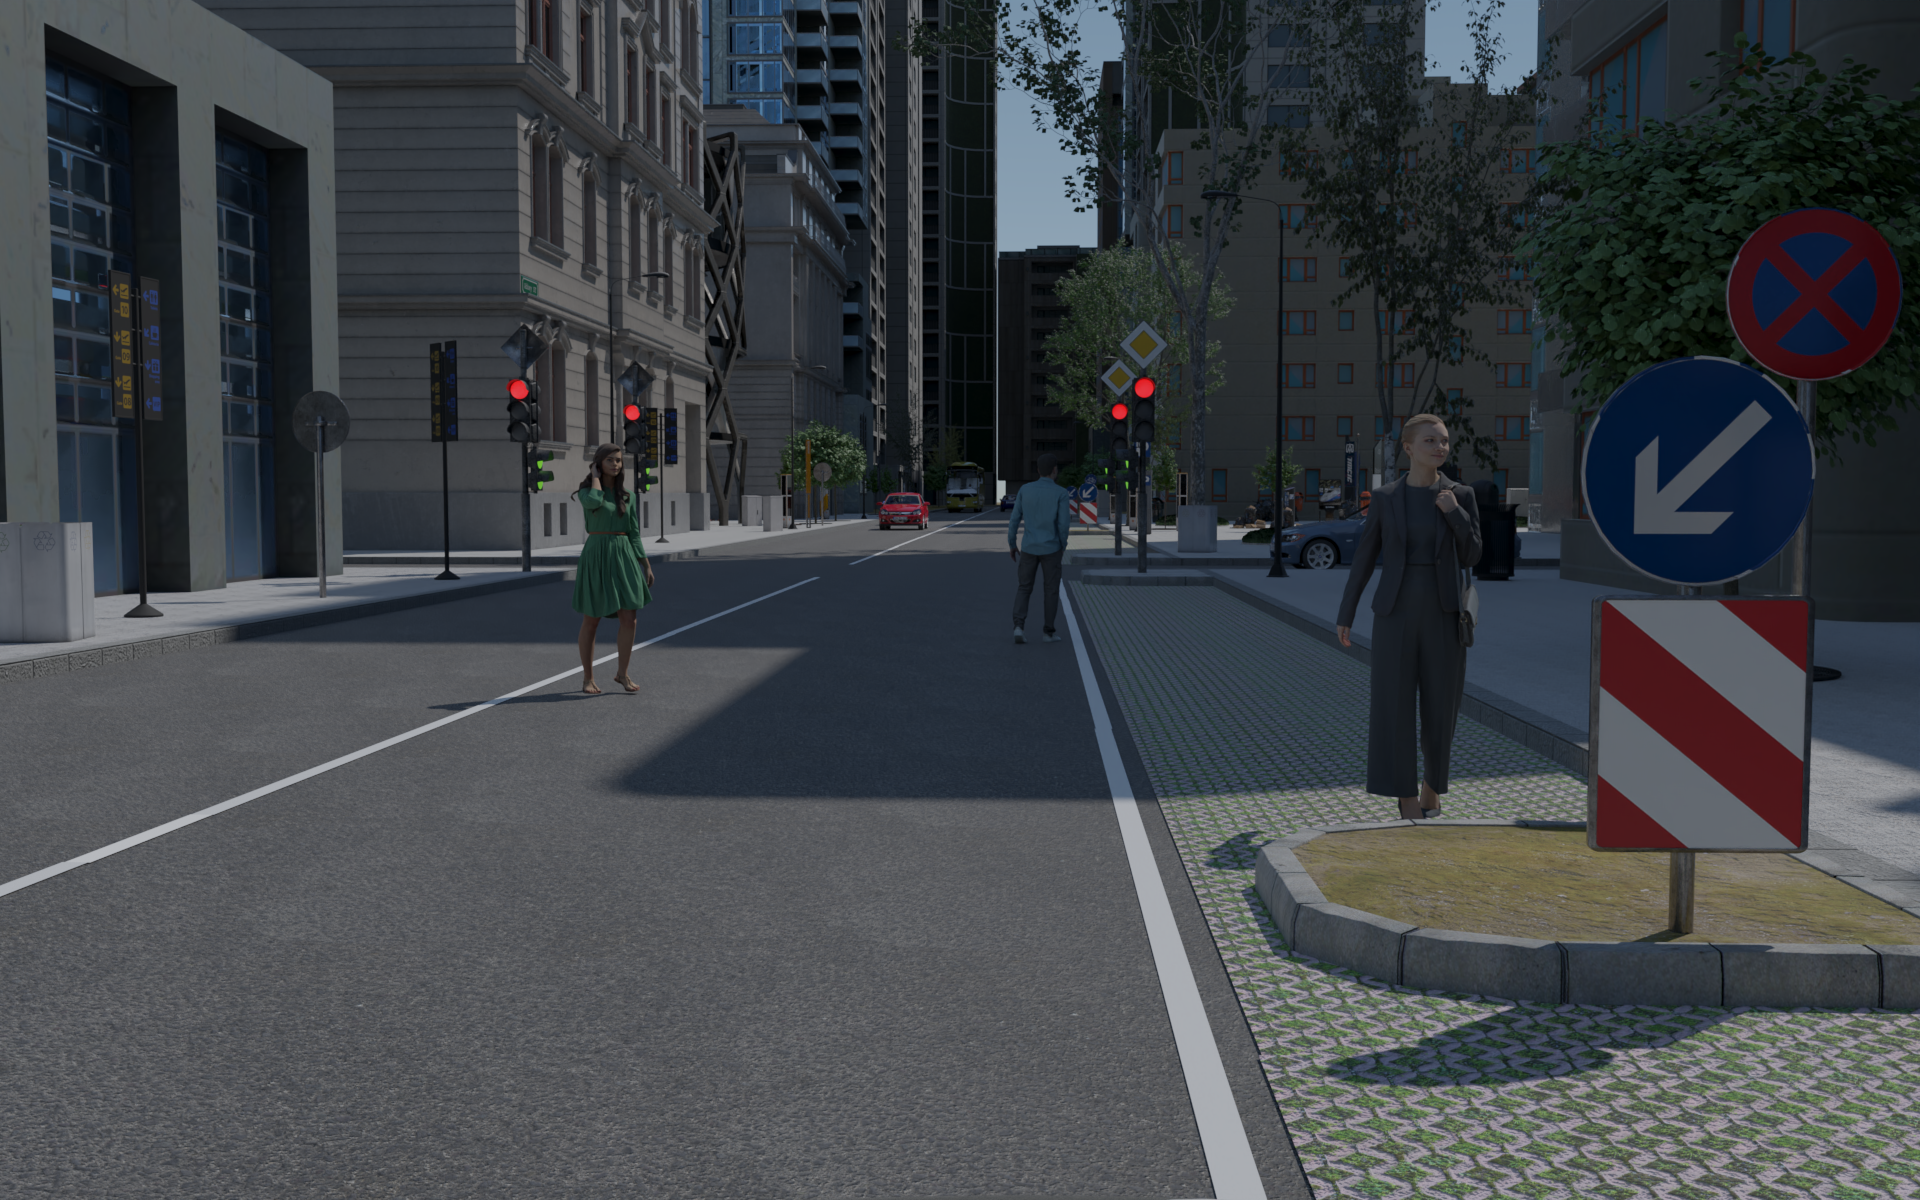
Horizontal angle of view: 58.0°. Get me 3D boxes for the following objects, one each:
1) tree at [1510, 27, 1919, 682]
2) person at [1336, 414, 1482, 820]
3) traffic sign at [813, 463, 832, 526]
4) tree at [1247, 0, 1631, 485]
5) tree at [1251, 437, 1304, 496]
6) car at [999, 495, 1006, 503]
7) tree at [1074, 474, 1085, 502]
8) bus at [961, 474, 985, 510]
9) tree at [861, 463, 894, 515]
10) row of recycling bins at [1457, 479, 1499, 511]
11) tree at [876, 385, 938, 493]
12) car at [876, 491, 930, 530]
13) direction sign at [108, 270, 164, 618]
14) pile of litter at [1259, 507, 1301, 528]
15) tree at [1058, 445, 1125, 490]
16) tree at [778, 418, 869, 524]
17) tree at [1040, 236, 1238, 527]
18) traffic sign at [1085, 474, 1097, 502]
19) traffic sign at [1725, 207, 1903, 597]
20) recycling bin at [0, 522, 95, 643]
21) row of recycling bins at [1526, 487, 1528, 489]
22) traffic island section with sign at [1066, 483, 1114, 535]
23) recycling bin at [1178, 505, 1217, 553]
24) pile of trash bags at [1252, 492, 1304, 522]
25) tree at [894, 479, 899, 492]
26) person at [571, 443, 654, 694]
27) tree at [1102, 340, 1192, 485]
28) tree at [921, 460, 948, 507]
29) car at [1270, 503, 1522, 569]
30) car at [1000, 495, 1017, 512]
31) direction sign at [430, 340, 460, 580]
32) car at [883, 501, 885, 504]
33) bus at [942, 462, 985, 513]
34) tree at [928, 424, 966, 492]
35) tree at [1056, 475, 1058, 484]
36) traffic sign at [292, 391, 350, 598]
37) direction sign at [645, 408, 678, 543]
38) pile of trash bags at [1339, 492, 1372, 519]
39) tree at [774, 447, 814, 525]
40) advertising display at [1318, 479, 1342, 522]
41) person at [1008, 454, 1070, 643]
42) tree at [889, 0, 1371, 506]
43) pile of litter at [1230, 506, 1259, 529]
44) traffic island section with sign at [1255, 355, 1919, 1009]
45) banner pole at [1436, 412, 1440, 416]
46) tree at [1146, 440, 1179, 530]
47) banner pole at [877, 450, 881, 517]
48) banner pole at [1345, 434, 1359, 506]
[{"bbox_3d":[5.621,-1.753,12.380,4.285,4.588,4.351,0,3,0],"label":"tree"},{"bbox_3d":[1.957,0.087,7.492,0.576,1.772,0.534,0,4,-7],"label":"person"},{"bbox_3d":[-5.586,-4.292,70.275,0.768,2.556,0.104,1,4,10],"label":"traffic sign"},{"bbox_3d":[5.501,-4.328,21.130,4.360,8.622,3.978,0,3,0],"label":"tree"},{"bbox_3d":[10.693,-3.941,59.044,1.663,3.219,1.824,0,3,0],"label":"tree"},{"bbox_3d":[4.743,-9.244,163.498,2.083,1.381,4.827,0,4,1],"label":"car"},{"bbox_3d":[10.334,-9.308,146.780,1.663,3.219,1.824,0,3,0],"label":"tree"},{"bbox_3d":[0.666,-10.000,155.042,2.896,3.916,12.252,0,4,4],"label":"bus"},{"bbox_3d":[-5.336,-6.854,106.660,1.663,3.219,1.824,0,3,0],"label":"tree"},{"bbox_3d":[13.543,-2.547,48.763,3.534,1.692,1.069,-1,4,-20],"label":"row of recycling bins"},{"bbox_3d":[-3.567,-10.235,117.705,4.360,8.622,3.978,0,3,0],"label":"tree"},{"bbox_3d":[-2.264,-3.734,70.084,2.155,1.783,4.494,0,4,2],"label":"car"},{"bbox_3d":[-8.530,-1.590,17.994,0.379,3.537,0.876,0,4,6],"label":"direction sign"},{"bbox_3d":[10.797,-2.600,56.474,1.719,0.858,1.176,0,4,-1],"label":"pile of litter"},{"bbox_3d":[9.663,-8.134,116.703,4.285,4.588,4.351,0,3,0],"label":"tree"},{"bbox_3d":[-6.142,-5.559,74.605,4.285,4.588,4.351,0,3,0],"label":"tree"},{"bbox_3d":[6.915,-8.745,68.734,9.928,11.665,9.643,0,3,0],"label":"tree"},{"bbox_3d":[8.345,-6.743,110.359,0.768,2.556,0.104,1,4,9],"label":"traffic sign"},{"bbox_3d":[3.800,-0.471,7.800,0.768,2.556,0.104,0,4,3],"label":"traffic sign"},{"bbox_3d":[-8.103,-0.163,15.223,0.722,1.027,0.722,-1,4,-9],"label":"recycling bin"},{"bbox_3d":[27.838,-4.456,79.966,3.534,1.692,1.069,0,4,4],"label":"row of recycling bins"},{"bbox_3d":[4.369,-3.191,60.793,1.989,1.847,2.006,0,4,2],"label":"traffic island section with sign"},{"bbox_3d":[5.238,-1.568,38.190,0.722,1.027,0.722,2,4,23],"label":"recycling bin"},{"bbox_3d":[15.012,-4.353,80.928,1.912,1.369,3.447,3,5,42],"label":"pile of trash bags"},{"bbox_3d":[-4.707,-7.257,113.253,1.663,3.219,1.824,0,3,0],"label":"tree"},{"bbox_3d":[-2.525,-0.226,12.449,0.529,1.795,0.600,3,5,42],"label":"person"},{"bbox_3d":[8.626,-7.882,79.231,4.737,8.622,4.395,0,3,0],"label":"tree"},{"bbox_3d":[-2.075,-11.244,167.547,4.285,4.588,4.351,0,3,0],"label":"tree"},{"bbox_3d":[7.993,-1.221,31.968,4.499,1.417,2.014,0,4,1],"label":"car"},{"bbox_3d":[4.179,-7.786,139.888,1.945,1.354,3.894,0,4,4],"label":"car"},{"bbox_3d":[-7.695,-2.073,25.886,0.379,3.537,0.876,-3,5,-40],"label":"direction sign"},{"bbox_3d":[-2.582,-4.329,80.367,1.945,1.707,3.694,0,4,2],"label":"car"},{"bbox_3d":[0.440,-8.824,135.818,2.896,3.916,12.252,0,4,3],"label":"bus"},{"bbox_3d":[-1.260,-14.094,180.797,4.737,8.622,4.395,0,3,0],"label":"tree"},{"bbox_3d":[11.753,-12.091,181.403,4.285,4.588,4.351,0,3,0],"label":"tree"},{"bbox_3d":[-7.877,-1.299,21.342,0.768,2.556,0.104,1,4,9],"label":"traffic sign"},{"bbox_3d":[-7.850,-3.275,45.551,0.876,3.537,0.379,-2,4,-26],"label":"direction sign"},{"bbox_3d":[15.558,-3.480,66.658,1.912,1.369,3.447,1,4,14],"label":"pile of trash bags"},{"bbox_3d":[-7.032,-4.671,70.975,1.663,3.219,1.824,0,3,0],"label":"tree"},{"bbox_3d":[16.121,-4.297,75.465,0.974,1.923,0.123,1,4,18],"label":"advertising display"},{"bbox_3d":[0.743,-0.500,16.692,0.660,1.820,0.620,1,4,20],"label":"person"},{"bbox_3d":[5.058,-11.568,45.027,12.611,20.169,13.585,0,3,0],"label":"tree"},{"bbox_3d":[10.926,-3.098,64.614,1.719,0.858,1.176,1,4,10],"label":"pile of litter"},{"bbox_3d":[2.044,0.176,5.757,1.989,1.847,2.006,0,4,2],"label":"traffic island section with sign"},{"bbox_3d":[14.289,-3.819,52.460,0.863,3.779,0.401,-2,4,-34],"label":"banner pole"},{"bbox_3d":[7.456,-4.145,62.372,1.663,3.219,1.824,0,3,0],"label":"tree"},{"bbox_3d":[-4.636,-6.671,99.085,0.401,3.779,0.863,-1,4,-17],"label":"banner pole"},{"bbox_3d":[16.331,-5.016,72.026,0.401,3.779,0.863,-3,5,-41],"label":"banner pole"}]
